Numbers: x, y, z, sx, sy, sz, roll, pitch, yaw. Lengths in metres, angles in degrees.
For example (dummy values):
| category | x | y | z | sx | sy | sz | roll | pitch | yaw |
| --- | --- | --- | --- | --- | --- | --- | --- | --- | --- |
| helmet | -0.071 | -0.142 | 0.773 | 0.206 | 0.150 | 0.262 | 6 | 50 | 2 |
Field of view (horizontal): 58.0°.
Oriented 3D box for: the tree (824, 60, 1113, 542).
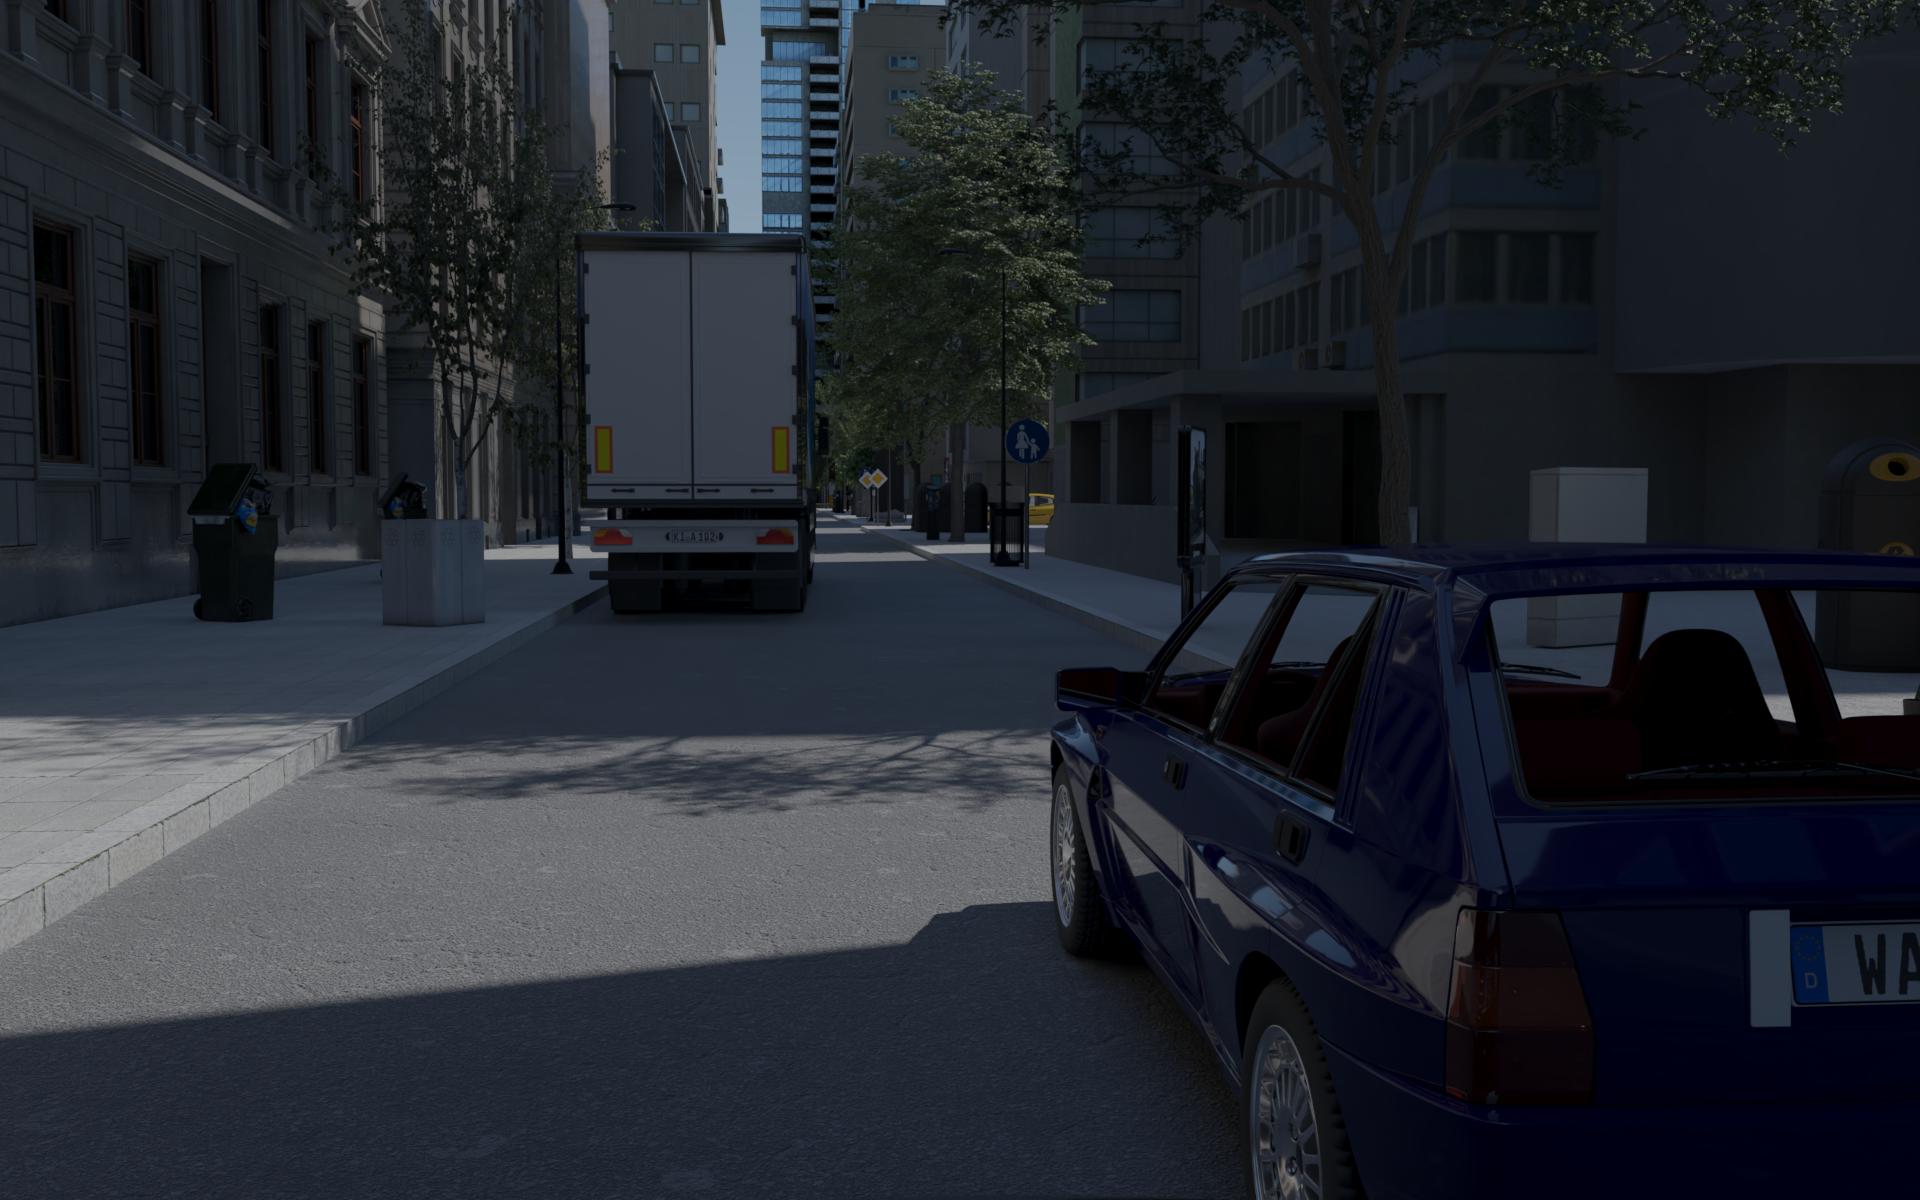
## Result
| category | x | y | z | sx | sy | sz | roll | pitch | yaw |
| --- | --- | --- | --- | --- | --- | --- | --- | --- | --- |
| tree | 0.349 | -7.821 | 46.006 | 7.486 | 12.596 | 7.792 | 0 | 3 | 0 |

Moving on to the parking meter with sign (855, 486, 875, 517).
| category | x | y | z | sx | sy | sz | roll | pitch | yaw |
| --- | --- | --- | --- | --- | --- | --- | --- | --- | --- |
| parking meter with sign | -5.030 | -6.097 | 95.951 | 1.738 | 3.016 | 0.543 | 3 | 4 | 36 |

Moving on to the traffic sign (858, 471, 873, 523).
| category | x | y | z | sx | sy | sz | roll | pitch | yaw |
| --- | --- | --- | --- | --- | --- | --- | --- | --- | --- |
| traffic sign | -4.065 | -4.428 | 76.044 | 0.795 | 2.450 | 0.064 | 0 | 4 | -6 |

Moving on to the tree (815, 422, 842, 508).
| category | x | y | z | sx | sy | sz | roll | pitch | yaw |
| --- | --- | --- | --- | --- | --- | --- | --- | --- | --- |
| tree | -13.575 | -13.380 | 169.132 | 4.360 | 8.622 | 3.978 | 0 | 3 | 0 |

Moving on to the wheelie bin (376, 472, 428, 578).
| category | x | y | z | sx | sy | sz | roll | pitch | yaw |
| --- | --- | --- | --- | --- | --- | --- | --- | --- | --- |
| wheelie bin | -8.105 | -1.059 | 25.219 | 0.693 | 1.594 | 0.980 | -2 | 4 | -27 |

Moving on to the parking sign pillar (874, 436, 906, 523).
| category | x | y | z | sx | sy | sz | roll | pitch | yaw |
| --- | --- | --- | --- | --- | --- | --- | --- | --- | --- |
| parking sign pillar | -3.173 | -5.477 | 78.027 | 1.447 | 3.967 | 1.447 | 0 | 4 | -1 |

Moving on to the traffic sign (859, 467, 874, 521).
| category | x | y | z | sx | sy | sz | roll | pitch | yaw |
| --- | --- | --- | --- | --- | --- | --- | --- | --- | --- |
| traffic sign | -4.419 | -5.041 | 82.527 | 0.768 | 2.556 | 0.104 | 0 | 4 | 3 |

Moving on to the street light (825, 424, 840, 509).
| category | x | y | z | sx | sy | sz | roll | pitch | yaw |
| --- | --- | --- | --- | --- | --- | --- | --- | --- | --- |
| street light | -8.327 | -8.709 | 114.936 | 1.470 | 5.913 | 1.316 | 0 | 4 | -6 |

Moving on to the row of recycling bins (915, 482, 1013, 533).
| category | x | y | z | sx | sy | sz | roll | pitch | yaw |
| --- | --- | --- | --- | --- | --- | --- | --- | --- | --- |
| row of recycling bins | 0.170 | -3.098 | 57.759 | 3.534 | 1.692 | 1.069 | 1 | 4 | 19 |

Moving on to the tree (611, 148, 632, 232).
| category | x | y | z | sx | sy | sz | roll | pitch | yaw |
| --- | --- | --- | --- | --- | --- | --- | --- | --- | --- |
| tree | -7.756 | -5.113 | 33.960 | 4.360 | 8.622 | 3.978 | 0 | 3 | 0 |

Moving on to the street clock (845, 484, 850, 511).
| category | x | y | z | sx | sy | sz | roll | pitch | yaw |
| --- | --- | --- | --- | --- | --- | --- | --- | --- | --- |
| street clock | -8.302 | -7.542 | 127.886 | 0.358 | 2.002 | 0.471 | 0 | 4 | 4 |

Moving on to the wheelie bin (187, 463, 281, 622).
| category | x | y | z | sx | sy | sz | roll | pitch | yaw |
| --- | --- | --- | --- | --- | --- | --- | --- | --- | --- |
| wheelie bin | -7.370 | -0.593 | 17.607 | 0.980 | 1.594 | 0.693 | 2 | 4 | 28 |

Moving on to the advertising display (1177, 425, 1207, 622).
| category | x | y | z | sx | sy | sz | roll | pitch | yaw |
| --- | --- | --- | --- | --- | --- | --- | --- | --- | --- |
| advertising display | 2.222 | -0.695 | 16.583 | 0.123 | 1.923 | 0.974 | 1 | 4 | 17 |

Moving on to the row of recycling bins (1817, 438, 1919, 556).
| category | x | y | z | sx | sy | sz | roll | pitch | yaw |
| --- | --- | --- | --- | --- | --- | --- | --- | --- | --- |
| row of recycling bins | 7.783 | -0.293 | 11.899 | 3.534 | 1.692 | 1.069 | 3 | 5 | 41 |

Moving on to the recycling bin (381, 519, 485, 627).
| category | x | y | z | sx | sy | sz | roll | pitch | yaw |
| --- | --- | --- | --- | --- | --- | --- | --- | --- | --- |
| recycling bin | -5.196 | -0.278 | 17.094 | 0.722 | 1.027 | 0.722 | 2 | 4 | 26 |

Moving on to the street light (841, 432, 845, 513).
| category | x | y | z | sx | sy | sz | roll | pitch | yaw |
| --- | --- | --- | --- | --- | --- | --- | --- | --- | --- |
| street light | -4.628 | -6.561 | 79.811 | 1.470 | 5.913 | 1.316 | 0 | 4 | -6 |

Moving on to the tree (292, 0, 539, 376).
| category | x | y | z | sx | sy | sz | roll | pitch | yaw |
| --- | --- | --- | --- | --- | --- | --- | --- | --- | --- |
| tree | -6.894 | -4.490 | 23.766 | 4.360 | 8.622 | 3.978 | 0 | 3 | 0 |

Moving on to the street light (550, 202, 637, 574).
| category | x | y | z | sx | sy | sz | roll | pitch | yaw |
| --- | --- | --- | --- | --- | --- | --- | --- | --- | --- |
| street light | -5.849 | -3.373 | 27.688 | 1.470 | 5.913 | 1.316 | 0 | 4 | -6 |

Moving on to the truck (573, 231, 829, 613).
| category | x | y | z | sx | sy | sz | roll | pitch | yaw |
| --- | --- | --- | --- | --- | --- | --- | --- | --- | --- |
| truck | -3.270 | -2.156 | 24.171 | 2.839 | 4.237 | 11.283 | 0 | 4 | -4 |

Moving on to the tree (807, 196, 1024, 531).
| category | x | y | z | sx | sy | sz | roll | pitch | yaw |
| --- | --- | --- | --- | --- | --- | --- | --- | --- | --- |
| tree | -1.598 | -8.195 | 59.746 | 9.928 | 11.665 | 9.643 | 0 | 3 | 0 |

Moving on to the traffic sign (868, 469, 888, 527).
| category | x | y | z | sx | sy | sz | roll | pitch | yaw |
| --- | --- | --- | --- | --- | --- | --- | --- | --- | --- |
| traffic sign | -3.227 | -3.943 | 68.103 | 0.795 | 2.450 | 0.064 | 0 | 4 | -6 |

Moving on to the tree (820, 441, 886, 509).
| category | x | y | z | sx | sy | sz | roll | pitch | yaw |
| --- | --- | --- | --- | --- | --- | --- | --- | --- | --- |
| tree | -4.643 | -6.592 | 91.494 | 4.285 | 4.588 | 4.351 | 0 | 3 | 0 |

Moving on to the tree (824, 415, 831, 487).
| category | x | y | z | sx | sy | sz | roll | pitch | yaw |
| --- | --- | --- | --- | --- | --- | --- | --- | --- | --- |
| tree | -6.595 | -9.711 | 109.131 | 4.737 | 8.622 | 4.395 | 0 | 3 | 0 |

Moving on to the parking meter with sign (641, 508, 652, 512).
| category | x | y | z | sx | sy | sz | roll | pitch | yaw |
| --- | --- | --- | --- | --- | --- | --- | --- | --- | --- |
| parking meter with sign | -9.800 | -3.484 | 53.218 | 0.543 | 3.016 | 1.738 | 0 | 4 | 7 |

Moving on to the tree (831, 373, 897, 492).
| category | x | y | z | sx | sy | sz | roll | pitch | yaw |
| --- | --- | --- | --- | --- | --- | --- | --- | --- | --- |
| tree | -5.113 | -9.243 | 101.486 | 4.737 | 8.622 | 4.395 | 0 | 3 | 0 |

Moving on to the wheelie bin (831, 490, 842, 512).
| category | x | y | z | sx | sy | sz | roll | pitch | yaw |
| --- | --- | --- | --- | --- | --- | --- | --- | --- | --- |
| wheelie bin | -8.588 | -6.969 | 121.858 | 0.980 | 1.594 | 0.693 | 1 | 4 | 12 |

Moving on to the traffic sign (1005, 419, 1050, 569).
| category | x | y | z | sx | sy | sz | roll | pitch | yaw |
| --- | --- | --- | --- | --- | --- | --- | --- | --- | --- |
| traffic sign | 1.142 | -1.799 | 29.517 | 0.768 | 2.556 | 0.104 | 0 | 4 | -3 |

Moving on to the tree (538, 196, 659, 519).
| category | x | y | z | sx | sy | sz | roll | pitch | yaw |
| --- | --- | --- | --- | --- | --- | --- | --- | --- | --- |
| tree | -8.448 | -5.657 | 42.852 | 4.737 | 8.622 | 4.395 | 0 | 3 | 0 |

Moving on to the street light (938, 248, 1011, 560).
| category | x | y | z | sx | sy | sz | roll | pitch | yaw |
| --- | --- | --- | --- | --- | --- | --- | --- | --- | --- |
| street light | 0.290 | -3.695 | 32.951 | 1.470 | 5.913 | 1.316 | 0 | 4 | -6 |

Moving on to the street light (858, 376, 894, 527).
| category | x | y | z | sx | sy | sz | roll | pitch | yaw |
| --- | --- | --- | --- | --- | --- | --- | --- | --- | --- |
| street light | -3.335 | -5.841 | 68.043 | 1.470 | 5.913 | 1.316 | 0 | 4 | -6 |

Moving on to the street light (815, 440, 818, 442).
| category | x | y | z | sx | sy | sz | roll | pitch | yaw |
| --- | --- | --- | --- | --- | --- | --- | --- | --- | --- |
| street light | -12.074 | -10.855 | 150.014 | 1.470 | 5.913 | 1.316 | 0 | 4 | -6 |

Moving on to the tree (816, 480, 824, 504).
| category | x | y | z | sx | sy | sz | roll | pitch | yaw |
| --- | --- | --- | --- | --- | --- | --- | --- | --- | --- |
| tree | -18.590 | -14.275 | 227.993 | 1.663 | 3.219 | 1.824 | 0 | 3 | 0 |

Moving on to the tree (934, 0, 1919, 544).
| category | x | y | z | sx | sy | sz | roll | pitch | yaw |
| --- | --- | --- | --- | --- | --- | --- | --- | --- | --- |
| tree | 3.148 | -4.762 | 12.265 | 8.767 | 10.594 | 7.601 | 0 | 4 | -1 |
